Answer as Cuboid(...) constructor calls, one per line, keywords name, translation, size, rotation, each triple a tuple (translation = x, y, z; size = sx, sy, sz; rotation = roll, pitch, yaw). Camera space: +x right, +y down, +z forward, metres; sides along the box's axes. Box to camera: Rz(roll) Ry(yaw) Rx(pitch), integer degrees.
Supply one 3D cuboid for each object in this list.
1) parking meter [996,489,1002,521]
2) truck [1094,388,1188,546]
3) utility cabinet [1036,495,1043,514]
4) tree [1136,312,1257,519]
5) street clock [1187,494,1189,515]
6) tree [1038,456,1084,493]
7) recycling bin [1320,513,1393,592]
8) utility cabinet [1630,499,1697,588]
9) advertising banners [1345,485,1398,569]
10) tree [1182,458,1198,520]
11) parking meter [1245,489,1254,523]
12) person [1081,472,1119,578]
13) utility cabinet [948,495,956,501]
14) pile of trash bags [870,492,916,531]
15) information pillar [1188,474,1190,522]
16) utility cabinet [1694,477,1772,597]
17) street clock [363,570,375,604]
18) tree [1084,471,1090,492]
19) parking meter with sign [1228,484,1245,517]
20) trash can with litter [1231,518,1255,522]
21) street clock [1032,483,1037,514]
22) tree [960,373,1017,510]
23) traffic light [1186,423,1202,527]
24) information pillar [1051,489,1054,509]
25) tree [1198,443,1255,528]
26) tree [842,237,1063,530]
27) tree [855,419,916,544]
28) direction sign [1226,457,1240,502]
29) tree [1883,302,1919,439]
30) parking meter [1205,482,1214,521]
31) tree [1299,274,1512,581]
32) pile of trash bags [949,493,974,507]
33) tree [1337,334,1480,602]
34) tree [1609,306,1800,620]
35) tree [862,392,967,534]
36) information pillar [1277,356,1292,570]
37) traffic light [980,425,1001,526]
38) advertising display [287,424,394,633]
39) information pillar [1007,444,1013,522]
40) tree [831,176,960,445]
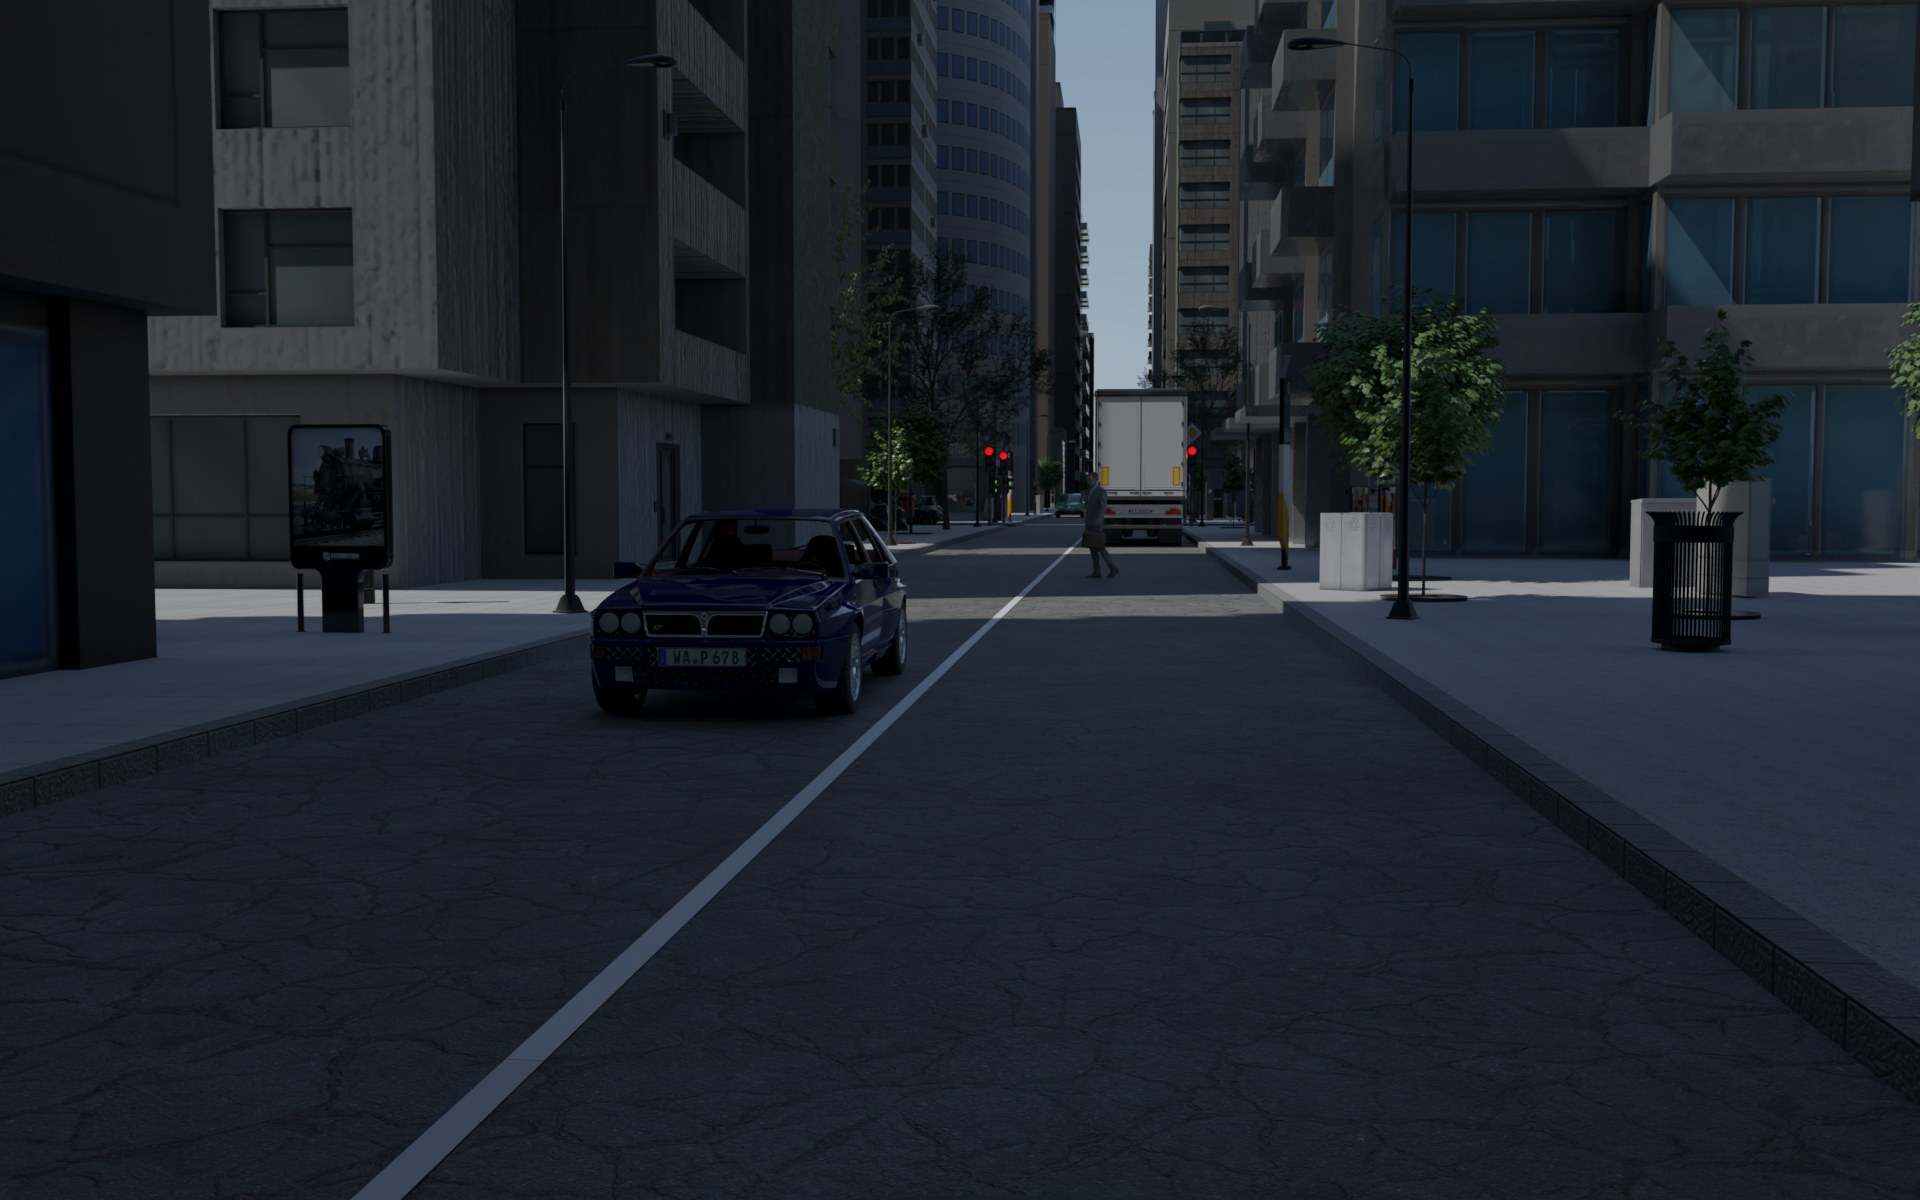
Cuboid(name="parking meter", translation=(1.798, -4.504, 82.053), size=(0.372, 1.533, 0.369), rotation=(0, 3, 0))
Cuboid(name="truck", translation=(5.366, -3.835, 51.616), size=(2.839, 4.237, 11.283), rotation=(0, 4, 6))
Cuboid(name="utility cabinet", translation=(5.115, -6.151, 111.733), size=(0.306, 1.237, 1.020), rotation=(1, 4, 13))
Cuboid(name="tree", translation=(12.322, -9.508, 89.867), size=(8.767, 10.594, 7.601), rotation=(0, 4, 6))
Cuboid(name="street clock", translation=(13.831, -6.122, 104.662), size=(0.471, 2.002, 0.358), rotation=(2, 4, 34))
Cuboid(name="tree", translation=(7.336, -9.944, 146.295), size=(4.285, 4.588, 4.351), rotation=(0, 3, 0))
Cuboid(name="recycling bin", translation=(5.313, -0.652, 23.219), size=(0.722, 1.027, 0.722), rotation=(3, 5, 45))
Cuboid(name="utility cabinet", translation=(9.766, -0.776, 23.843), size=(1.020, 1.237, 0.306), rotation=(-1, 4, -9))
Cuboid(name="advertising banners", translation=(7.243, -2.031, 29.390), size=(2.074, 3.025, 0.090), rotation=(-3, 4, -38))
Cuboid(name="tree", translation=(11.704, -5.503, 84.575), size=(1.663, 3.219, 1.824), rotation=(0, 3, 0))
Cuboid(name="parking meter", translation=(12.752, -4.154, 76.324), size=(0.372, 1.533, 0.369), rotation=(0, 3, 0))
Cuboid(name="person", translation=(2.307, -1.284, 29.612), size=(0.853, 1.813, 0.709), rotation=(-2, 4, -33))
Cuboid(name="utility cabinet", translation=(-0.729, -6.184, 112.269), size=(1.020, 1.237, 0.306), rotation=(-1, 4, -12))
Cuboid(name="pile of trash bags", translation=(-2.614, -3.139, 61.082), size=(1.912, 1.369, 3.447), rotation=(2, 4, 31))
Cuboid(name="information pillar", translation=(10.772, -5.461, 80.640), size=(0.183, 3.616, 0.504), rotation=(-1, 4, -16))
Cuboid(name="utility cabinet", translation=(9.734, -0.803, 21.809), size=(0.318, 1.500, 1.173), rotation=(0, 4, -7))
Cuboid(name="street clock", translation=(-6.948, -0.956, 20.208), size=(0.471, 2.002, 0.358), rotation=(-1, 4, -13))
Cuboid(name="tree", translation=(15.487, -14.699, 224.040), size=(4.285, 4.588, 4.351), rotation=(0, 3, 0))
Cuboid(name="parking meter with sign", translation=(15.676, -6.078, 95.637), size=(1.738, 3.016, 0.543), rotation=(2, 4, 31))
Cuboid(name="trash can with litter", translation=(13.732, -4.279, 81.024), size=(2.233, 1.210, 1.678), rotation=(2, 4, 26))
Cuboid(name="street clock", translation=(4.729, -6.405, 109.288), size=(0.358, 2.002, 0.471), rotation=(0, 4, 4))
Cuboid(name="tree", translation=(1.094, -9.383, 103.768), size=(4.737, 8.622, 4.395), rotation=(0, 3, 0))
Cuboid(name="traffic light", translation=(9.122, -4.858, 68.345), size=(0.839, 4.253, 0.868), rotation=(0, 4, 6))
Cuboid(name="information pillar", translation=(8.132, -9.032, 152.170), size=(0.304, 2.012, 0.304), rotation=(0, 4, -5))
Cuboid(name="tree", translation=(10.207, -4.295, 64.828), size=(1.663, 3.219, 1.824), rotation=(0, 3, 0))
Cuboid(name="tree", translation=(-0.407, -7.811, 62.129), size=(8.767, 10.594, 7.601), rotation=(1, 4, 9))
Cuboid(name="tree", translation=(-1.617, -3.067, 44.749), size=(1.663, 3.219, 1.824), rotation=(0, 3, 0))
Cuboid(name="direction sign", translation=(16.527, -6.909, 104.958), size=(0.876, 3.537, 0.379), rotation=(-1, 4, -13))
Cuboid(name="tree", translation=(13.692, -2.351, 22.159), size=(4.285, 4.588, 4.351), rotation=(0, 3, 0))
Cuboid(name="parking meter", translation=(11.942, -4.717, 82.834), size=(0.399, 1.863, 0.255), rotation=(0, 4, -5))
Cuboid(name="tree", translation=(6.739, -2.591, 26.070), size=(4.285, 4.588, 4.351), rotation=(0, 3, 0))
Cuboid(name="pile of trash bags", translation=(-0.064, -6.083, 109.207), size=(1.912, 1.369, 3.447), rotation=(0, 4, -2))
Cuboid(name="tree", translation=(5.688, -1.617, 21.046), size=(1.663, 3.219, 1.824), rotation=(0, 3, 0))
Cuboid(name="tree", translation=(7.830, -1.423, 17.876), size=(1.663, 3.219, 1.824), rotation=(0, 3, 0))
Cuboid(name="tree", translation=(-1.494, -4.396, 55.583), size=(4.285, 4.588, 4.351), rotation=(0, 3, 0))
Cuboid(name="information pillar", translation=(5.468, -2.313, 29.180), size=(0.183, 3.616, 0.504), rotation=(1, 4, 23))
Cuboid(name="traffic light", translation=(1.197, -4.904, 69.101), size=(0.839, 4.253, 0.868), rotation=(0, 4, 6))
Cuboid(name="advertising display", translation=(-5.719, -0.660, 16.005), size=(0.974, 1.923, 0.123), rotation=(1, 4, 9))
Cuboid(name="information pillar", translation=(2.317, -5.409, 79.787), size=(0.183, 3.616, 0.504), rotation=(-1, 4, -18))
Cuboid(name="tree", translation=(-3.223, -5.413, 38.869), size=(4.737, 8.622, 4.395), rotation=(0, 3, 0))
